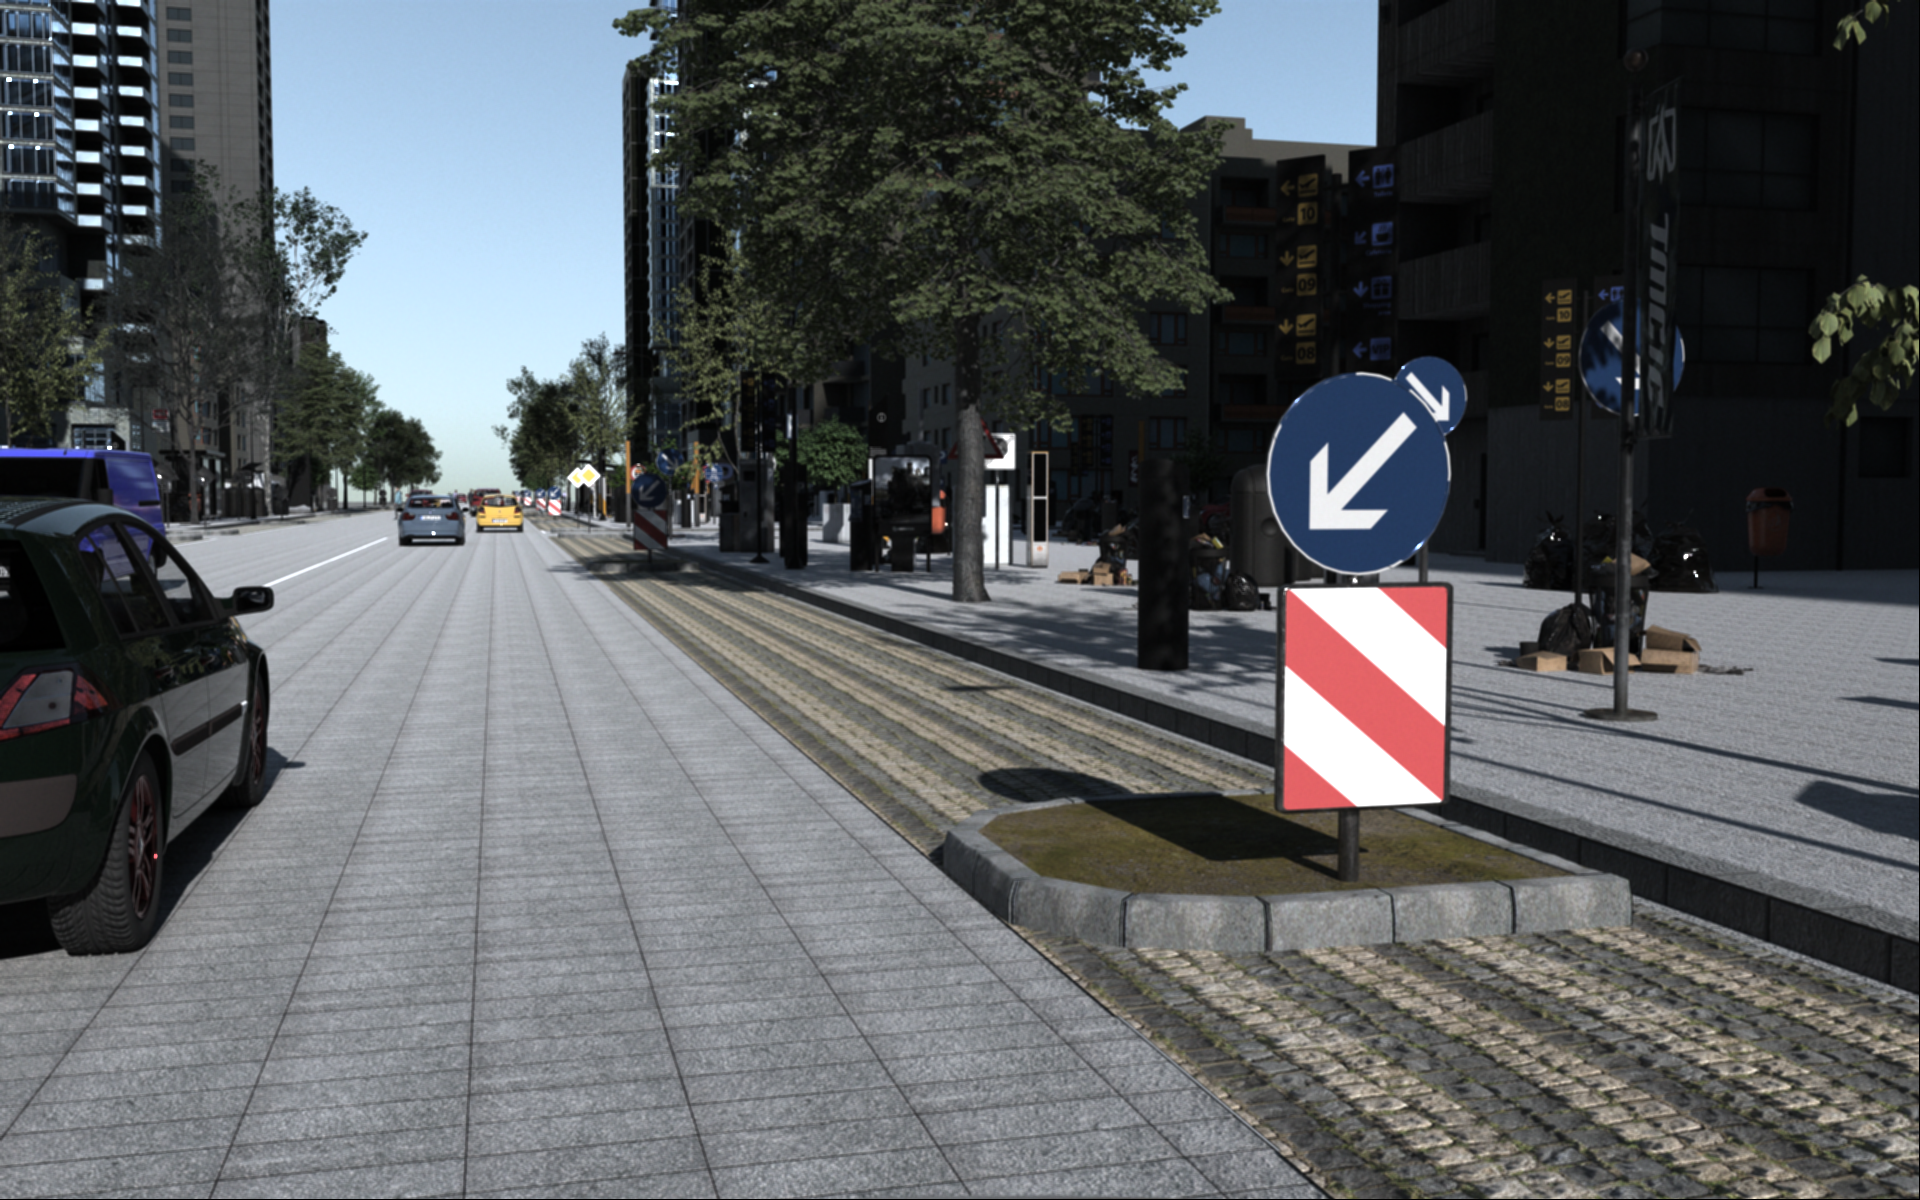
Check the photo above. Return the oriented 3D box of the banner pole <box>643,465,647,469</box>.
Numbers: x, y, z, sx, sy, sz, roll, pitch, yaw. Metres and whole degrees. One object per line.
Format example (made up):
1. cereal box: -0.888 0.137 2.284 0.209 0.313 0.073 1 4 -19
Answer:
1. banner pole: -23.911 -8.670 131.766 0.401 3.779 0.863 1 4 13

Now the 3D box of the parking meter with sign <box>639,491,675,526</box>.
1. parking meter with sign: -12.265 -4.498 69.798 0.543 3.016 1.738 2 4 26

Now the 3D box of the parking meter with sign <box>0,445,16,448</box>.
1. parking meter with sign: -33.607 -3.947 60.796 0.543 3.016 1.738 -1 4 -16

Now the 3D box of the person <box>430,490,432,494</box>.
1. person: -57.549 -11.000 188.349 0.705 1.824 1.348 -1 4 -17

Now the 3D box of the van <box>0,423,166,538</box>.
1. van: -11.981 -1.125 22.781 2.240 2.365 5.245 -1 4 -14

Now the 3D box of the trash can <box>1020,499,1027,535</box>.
1. trash can: 2.244 -2.635 54.735 0.748 1.137 0.748 0 3 0

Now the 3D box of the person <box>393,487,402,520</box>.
1. person: -31.082 -5.359 95.980 0.748 1.841 0.638 1 4 10

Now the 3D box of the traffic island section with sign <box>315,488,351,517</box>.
1. traffic island section with sign: -39.610 -6.166 109.440 1.989 1.847 2.006 -1 4 -15

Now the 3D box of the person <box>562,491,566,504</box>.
1. person: -49.702 -12.788 217.450 0.709 1.838 0.599 -2 4 -31

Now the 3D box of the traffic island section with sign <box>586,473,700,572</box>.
1. traffic island section with sign: -6.024 -1.471 32.674 1.989 1.847 2.006 -1 4 -15

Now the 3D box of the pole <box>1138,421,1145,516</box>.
1. pole: 5.039 -3.320 48.127 0.158 3.312 0.155 0 3 0

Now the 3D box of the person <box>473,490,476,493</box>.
1. person: -38.818 -7.940 138.836 1.217 1.766 0.721 2 4 26

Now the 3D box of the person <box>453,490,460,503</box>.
1. person: -49.637 -9.932 170.756 0.599 1.838 0.709 3 4 37

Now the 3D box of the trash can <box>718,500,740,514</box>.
1. trash can: -5.103 -1.689 39.266 0.748 1.137 0.748 0 3 0

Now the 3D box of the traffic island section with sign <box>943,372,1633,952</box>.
1. traffic island section with sign: 1.006 0.138 6.371 1.989 1.847 2.006 -1 4 -15

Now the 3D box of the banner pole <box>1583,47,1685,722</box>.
1. banner pole: 3.792 -1.197 9.596 0.401 3.779 0.863 0 4 0

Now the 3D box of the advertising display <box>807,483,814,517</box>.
1. advertising display: -8.465 -5.485 94.890 0.974 1.923 0.123 -1 4 -12

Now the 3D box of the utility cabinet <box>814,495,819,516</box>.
1. utility cabinet: -8.179 -5.625 103.133 1.020 1.237 0.306 -2 4 -31

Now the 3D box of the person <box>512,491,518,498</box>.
1. person: -43.665 -9.782 169.148 1.217 1.735 0.721 1 4 12

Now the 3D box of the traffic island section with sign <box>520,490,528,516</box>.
1. traffic island section with sign: -27.264 -6.330 112.125 1.989 1.847 2.006 -1 4 -15

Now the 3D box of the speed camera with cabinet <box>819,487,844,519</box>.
1. speed camera with cabinet: -6.281 -5.801 89.175 2.038 3.252 0.660 -3 5 -43

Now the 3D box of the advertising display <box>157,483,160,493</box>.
1. advertising display: -40.099 -4.925 85.744 0.974 1.923 0.123 0 4 -2

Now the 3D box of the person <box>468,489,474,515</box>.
1. person: -34.008 -6.856 120.767 0.661 1.801 0.590 3 4 38

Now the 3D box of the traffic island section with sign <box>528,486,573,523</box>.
1. traffic island section with sign: -20.167 -4.705 85.562 1.989 1.847 2.006 -1 4 -15

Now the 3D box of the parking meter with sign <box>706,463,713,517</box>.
1. parking meter with sign: -13.545 -6.184 97.363 0.543 3.016 1.738 2 4 27

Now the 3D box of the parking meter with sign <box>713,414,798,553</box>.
1. parking meter with sign: -4.466 -2.556 38.047 1.738 3.016 0.543 1 4 21

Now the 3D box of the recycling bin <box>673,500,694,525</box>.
1. recycling bin: -12.118 -3.878 75.967 0.722 1.027 0.722 1 4 11

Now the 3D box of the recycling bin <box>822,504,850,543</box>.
1. recycling bin: -3.169 -2.047 46.020 0.722 1.027 0.722 2 4 33

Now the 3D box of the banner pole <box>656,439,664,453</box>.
1. banner pole: -13.557 -5.401 78.327 0.401 3.779 0.863 1 4 19

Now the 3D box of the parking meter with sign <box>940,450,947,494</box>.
1. parking meter with sign: -0.805 -4.394 68.109 0.543 3.016 1.738 0 4 2

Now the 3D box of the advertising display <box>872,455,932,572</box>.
1. advertising display: -0.945 -1.420 28.427 0.974 1.923 0.123 0 3 0

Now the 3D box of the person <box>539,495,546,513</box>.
1. person: -30.617 -7.195 126.978 0.563 1.720 0.643 -2 4 -27

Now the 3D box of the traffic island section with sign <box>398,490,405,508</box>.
1. traffic island section with sign: -59.539 -10.725 183.988 1.989 1.847 2.006 -1 4 -15

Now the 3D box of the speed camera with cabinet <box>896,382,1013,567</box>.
1. speed camera with cabinet: -0.098 -2.243 31.009 2.038 3.252 0.660 -1 4 -18

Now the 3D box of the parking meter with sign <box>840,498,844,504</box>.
1. parking meter with sign: -6.143 -5.882 92.437 0.543 3.016 1.738 0 4 3

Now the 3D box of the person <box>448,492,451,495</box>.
1. person: -80.393 -16.135 273.113 0.445 1.727 0.742 2 4 29

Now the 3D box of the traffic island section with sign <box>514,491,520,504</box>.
1. traffic island section with sign: -40.168 -9.282 160.388 1.989 1.847 2.006 -1 4 -15

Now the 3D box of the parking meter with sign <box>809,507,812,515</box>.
1. parking meter with sign: -9.286 -6.614 104.401 1.738 3.016 0.543 -1 4 -11

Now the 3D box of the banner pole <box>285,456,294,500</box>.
1. banner pole: -44.145 -7.592 114.149 0.863 3.779 0.401 -1 4 -16

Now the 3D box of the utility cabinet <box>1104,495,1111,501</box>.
1. utility cabinet: 6.489 -4.016 76.826 0.306 1.237 1.020 -2 4 -25

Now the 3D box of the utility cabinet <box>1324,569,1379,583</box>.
1. utility cabinet: 3.196 -0.182 14.145 0.306 1.237 1.020 0 4 3

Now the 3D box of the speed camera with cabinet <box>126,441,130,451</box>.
1. speed camera with cabinet: -31.651 -4.295 64.558 2.038 3.252 0.660 -3 5 -40

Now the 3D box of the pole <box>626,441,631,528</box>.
1. pole: -12.704 -4.432 66.313 0.158 3.312 0.155 0 3 0

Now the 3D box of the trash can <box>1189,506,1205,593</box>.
1. trash can: 2.618 -0.584 21.207 0.748 1.137 0.748 0 3 0

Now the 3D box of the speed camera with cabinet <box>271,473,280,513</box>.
1. speed camera with cabinet: -46.580 -7.476 116.560 0.660 3.252 2.038 1 4 11

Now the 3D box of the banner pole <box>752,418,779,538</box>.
1. banner pole: -5.645 -3.671 50.038 0.863 3.779 0.401 -2 4 -33

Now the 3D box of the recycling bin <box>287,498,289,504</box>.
1. recycling bin: -43.042 -6.089 112.107 0.722 1.027 0.722 -3 5 -43

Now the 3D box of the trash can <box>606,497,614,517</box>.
1. trash can: -19.393 -5.192 96.547 0.748 1.137 0.748 0 3 0

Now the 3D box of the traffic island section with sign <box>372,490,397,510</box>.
1. traffic island section with sign: -52.571 -9.133 157.945 1.989 1.847 2.006 -1 4 -15

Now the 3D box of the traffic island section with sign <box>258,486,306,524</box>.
1. traffic island section with sign: -32.638 -4.573 83.398 1.989 1.847 2.006 -1 4 -15

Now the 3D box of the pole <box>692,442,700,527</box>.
1. pole: -10.244 -4.503 67.462 0.158 3.312 0.155 0 3 0
